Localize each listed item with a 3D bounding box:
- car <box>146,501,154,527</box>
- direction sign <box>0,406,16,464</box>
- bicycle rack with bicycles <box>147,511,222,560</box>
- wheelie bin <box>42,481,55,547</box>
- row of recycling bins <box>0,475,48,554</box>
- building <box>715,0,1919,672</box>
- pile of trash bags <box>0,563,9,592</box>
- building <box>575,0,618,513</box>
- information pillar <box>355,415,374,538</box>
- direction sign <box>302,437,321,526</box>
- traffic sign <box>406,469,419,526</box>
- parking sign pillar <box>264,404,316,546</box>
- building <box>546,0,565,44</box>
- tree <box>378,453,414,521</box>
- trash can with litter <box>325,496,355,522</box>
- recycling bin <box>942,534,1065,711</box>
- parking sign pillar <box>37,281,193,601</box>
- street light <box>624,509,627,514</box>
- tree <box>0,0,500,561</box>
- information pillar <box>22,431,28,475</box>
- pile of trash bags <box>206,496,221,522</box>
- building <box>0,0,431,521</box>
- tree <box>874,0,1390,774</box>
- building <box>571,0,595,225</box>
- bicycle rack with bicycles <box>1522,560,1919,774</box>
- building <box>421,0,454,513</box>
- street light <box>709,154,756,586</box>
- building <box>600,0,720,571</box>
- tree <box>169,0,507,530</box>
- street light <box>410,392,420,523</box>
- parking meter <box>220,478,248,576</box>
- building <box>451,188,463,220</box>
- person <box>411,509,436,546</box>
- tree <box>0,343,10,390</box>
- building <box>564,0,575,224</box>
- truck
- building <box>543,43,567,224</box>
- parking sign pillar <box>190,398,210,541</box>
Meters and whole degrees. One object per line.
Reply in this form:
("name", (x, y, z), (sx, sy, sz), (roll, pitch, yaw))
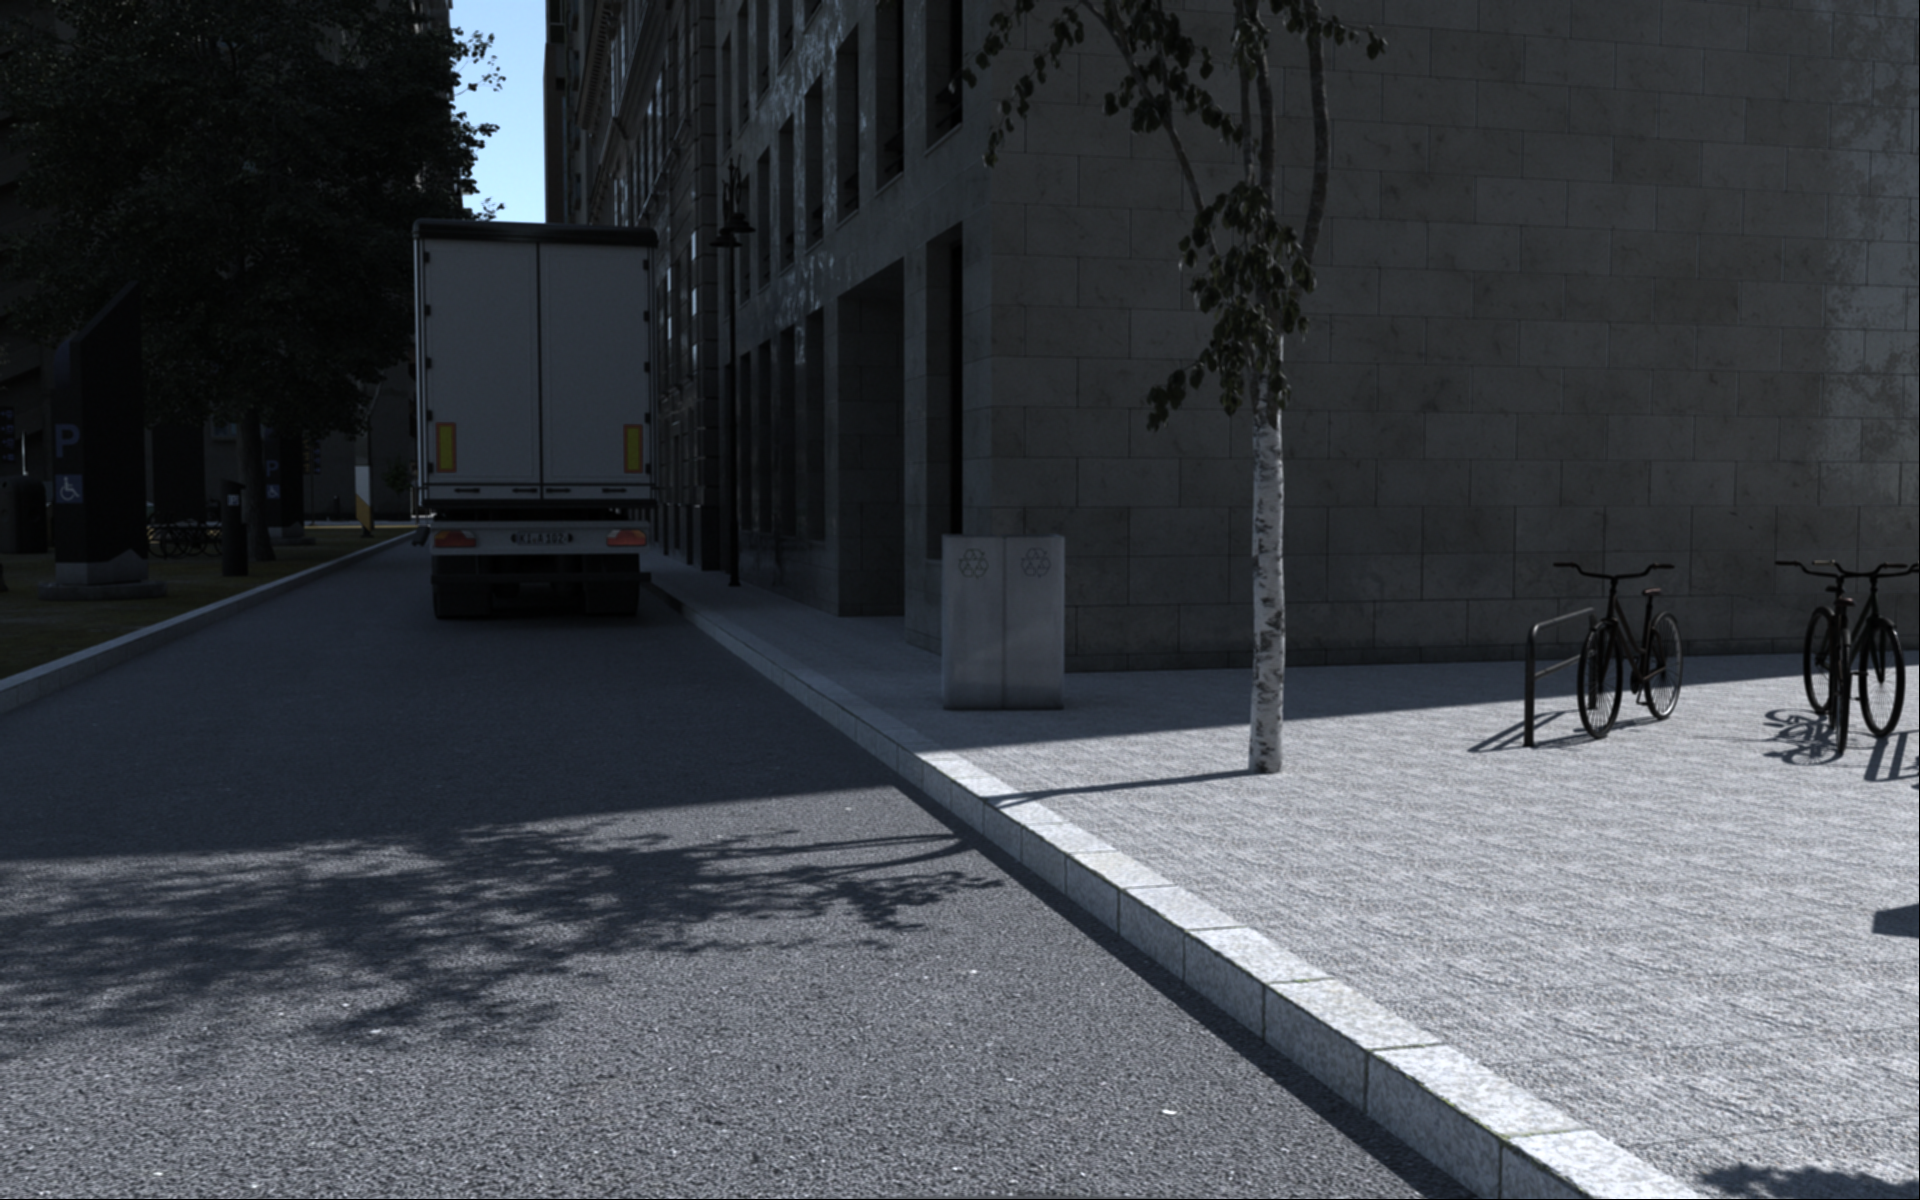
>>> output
("car", (-33.689, -3.548, 69.807), (4.920, 1.459, 2.131), (-1, 4, -14))
("direction sign", (-24.755, -3.212, 44.515), (0.876, 3.537, 0.379), (-2, 4, -34))
("bicycle rack with bicycles", (-15.513, -1.322, 34.997), (2.925, 0.926, 2.852), (-2, 4, -34))
("wheelie bin", (-22.013, -2.086, 42.022), (0.980, 1.594, 0.693), (1, 4, 19))
("row of recycling bins", (-21.040, -1.918, 38.479), (1.069, 1.692, 3.534), (-3, 4, -38))
("building", (3.164, -10.171, 21.053), (10.420, 20.320, 16.860), (-1, 4, -14))
("pile of trash bags", (-13.026, -0.701, 21.219), (1.912, 1.369, 3.447), (-1, 4, -15))
("building", (-8.116, -12.114, 62.694), (10.561, 19.102, 19.286), (-1, 4, -14))
("information pillar", (-17.630, -3.659, 51.181), (0.504, 3.616, 0.183), (1, 4, 17))
("direction sign", (-25.690, -4.690, 68.685), (0.876, 3.537, 0.379), (1, 4, 21))
("traffic sign", (-21.810, -4.027, 69.480), (0.795, 2.450, 0.064), (-1, 4, -14))
("parking sign pillar", (-17.015, -3.370, 43.580), (1.447, 3.967, 1.447), (0, 4, 3))
("building", (-46.998, -49.276, 243.917), (20.611, 71.187, 20.563), (-1, 4, -14))
("tree", (-26.263, -5.312, 81.450), (1.663, 3.219, 1.824), (0, 3, 0))
("trash can with litter", (-29.063, -4.260, 80.708), (1.678, 1.210, 2.233), (-2, 4, -32))
("recycling bin", (0.254, 0.120, 10.596), (0.722, 1.027, 0.722), (0, 4, -1))
("parking sign pillar", (-10.607, -2.010, 21.338), (1.447, 3.967, 1.447), (0, 4, 6))
("street light", (-9.237, -4.573, 47.550), (0.468, 5.910, 1.993), (-1, 4, -14))
("tree", (-13.524, -7.715, 32.801), (9.857, 13.997, 8.962), (0, 3, 0))
("information pillar", (-34.695, -4.462, 64.308), (0.183, 3.616, 0.504), (-2, 4, -35))
("pile of trash bags", (-34.530, -4.316, 80.315), (3.447, 1.369, 1.912), (0, 4, 8))
("building", (-39.531, -28.512, 89.867), (21.300, 48.544, 21.600), (-1, 4, -14))
("tree", (1.180, -3.509, 7.740), (4.360, 8.622, 3.978), (0, 3, 0))
("building", (-9.782, -28.678, 92.590), (21.600, 48.544, 21.300), (-1, 4, -14))
("bicycle rack with bicycles", (4.289, 0.258, 9.169), (2.852, 0.926, 2.925), (2, 4, 31))
("building", (-47.557, -30.780, 122.861), (23.786, 49.044, 30.456), (-1, 4, -14))
("street light", (-3.143, -3.131, 23.978), (0.468, 5.910, 1.993), (-1, 4, -14))
("building", (-1.857, -14.918, 41.174), (12.463, 27.353, 25.104), (-1, 4, -14))
("tree", (-21.798, -12.469, 59.750), (12.611, 20.169, 13.585), (0, 3, 0))
("street light", (-24.261, -6.391, 77.276), (0.468, 5.910, 1.993), (-1, 4, -14))
("parking meter", (-11.368, -1.145, 27.124), (0.372, 1.533, 0.369), (0, 3, 0))
("building", (-51.823, -23.462, 155.313), (14.160, 30.474, 14.107), (-1, 4, -14))
("person", (-14.637, -2.416, 48.227), (0.699, 1.804, 1.509), (2, 4, 35))
("tree", (-30.155, -6.128, 50.548), (4.360, 8.622, 3.978), (0, 3, 0))
("building", (-22.605, -27.377, 131.210), (14.154, 41.232, 14.086), (-1, 4, -14))
("truck", (-5.819, -2.105, 23.335), (2.839, 4.237, 11.283), (-1, 4, -15))
("building", (-33.739, -31.881, 171.371), (14.600, 45.320, 14.200), (-1, 4, -14))
("parking sign pillar", (-21.383, -3.605, 47.419), (1.447, 3.967, 1.447), (-1, 4, -23))
